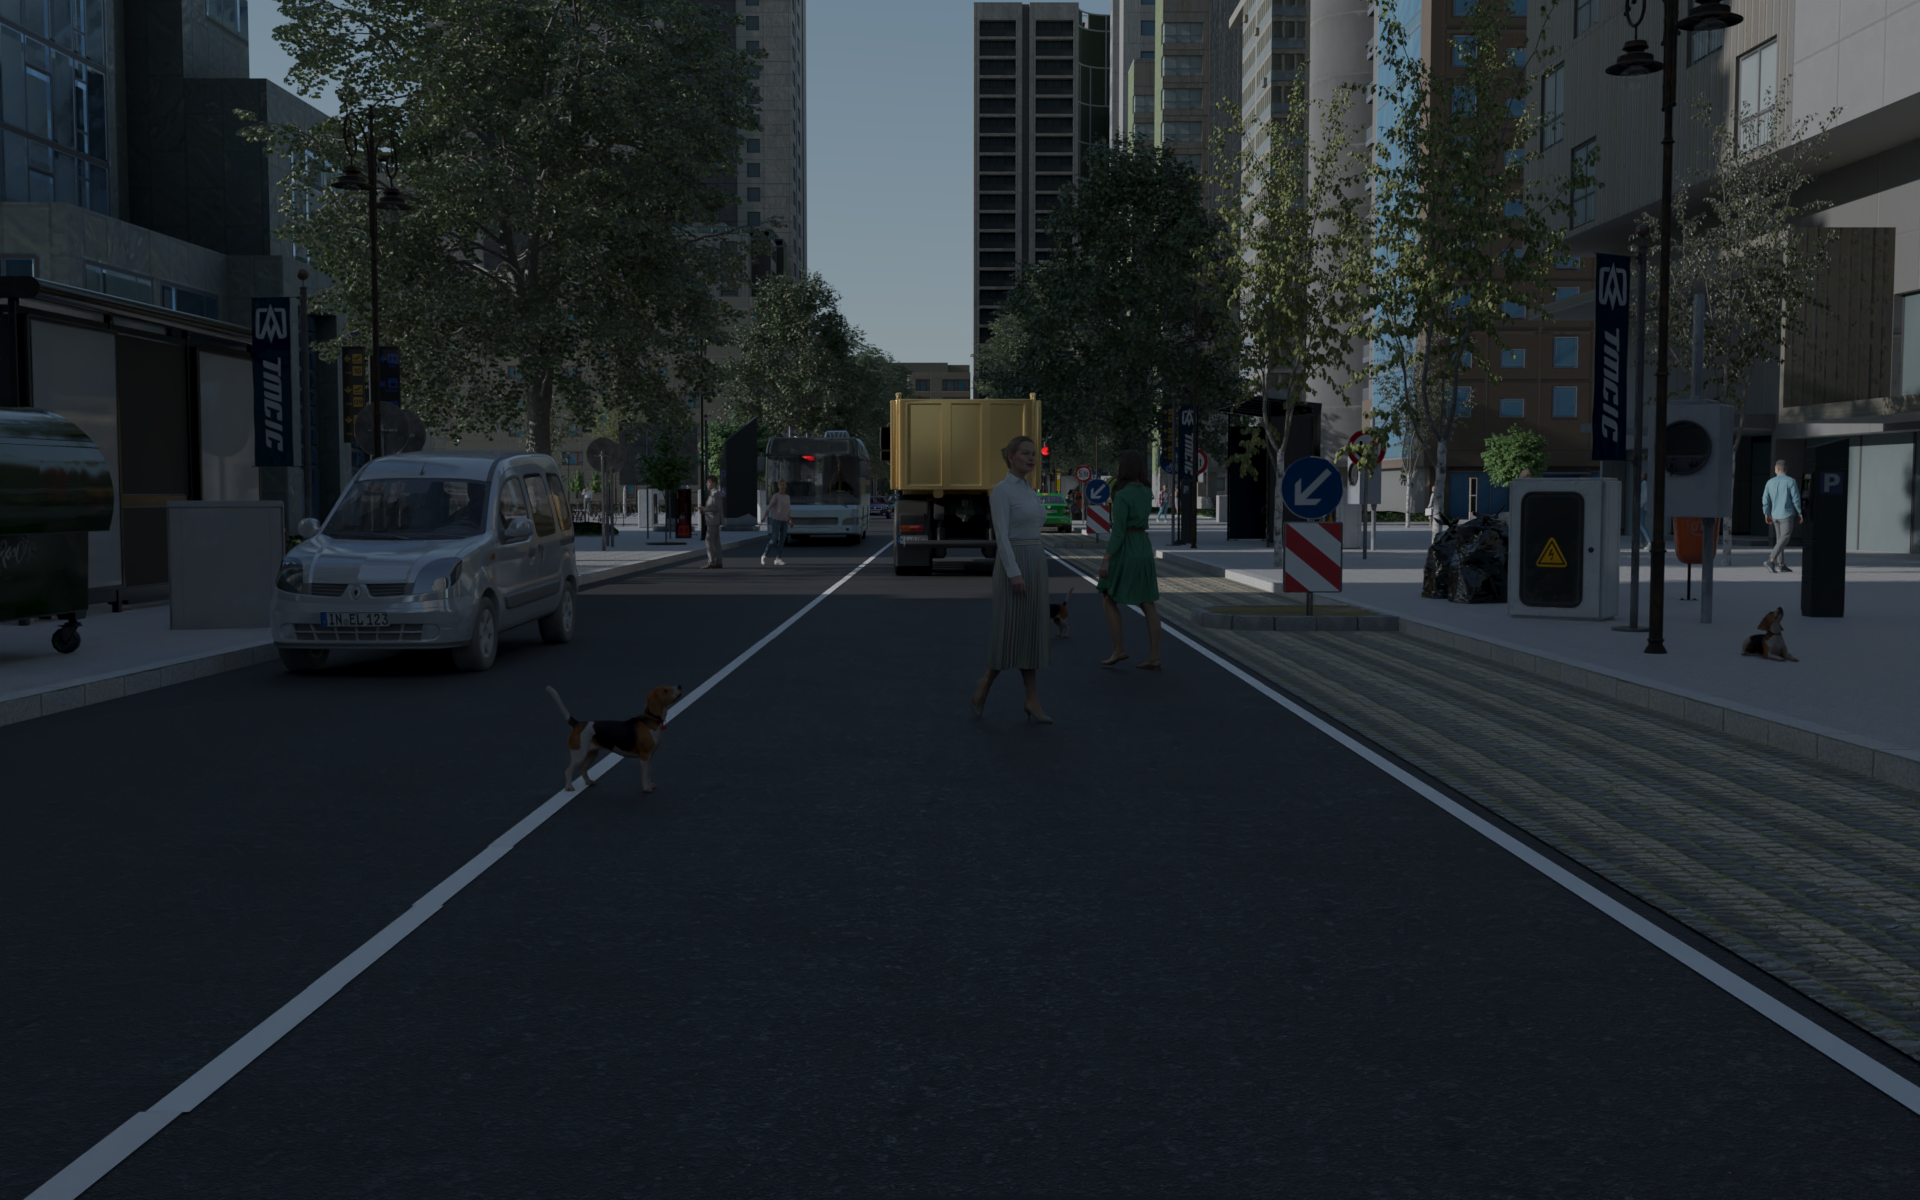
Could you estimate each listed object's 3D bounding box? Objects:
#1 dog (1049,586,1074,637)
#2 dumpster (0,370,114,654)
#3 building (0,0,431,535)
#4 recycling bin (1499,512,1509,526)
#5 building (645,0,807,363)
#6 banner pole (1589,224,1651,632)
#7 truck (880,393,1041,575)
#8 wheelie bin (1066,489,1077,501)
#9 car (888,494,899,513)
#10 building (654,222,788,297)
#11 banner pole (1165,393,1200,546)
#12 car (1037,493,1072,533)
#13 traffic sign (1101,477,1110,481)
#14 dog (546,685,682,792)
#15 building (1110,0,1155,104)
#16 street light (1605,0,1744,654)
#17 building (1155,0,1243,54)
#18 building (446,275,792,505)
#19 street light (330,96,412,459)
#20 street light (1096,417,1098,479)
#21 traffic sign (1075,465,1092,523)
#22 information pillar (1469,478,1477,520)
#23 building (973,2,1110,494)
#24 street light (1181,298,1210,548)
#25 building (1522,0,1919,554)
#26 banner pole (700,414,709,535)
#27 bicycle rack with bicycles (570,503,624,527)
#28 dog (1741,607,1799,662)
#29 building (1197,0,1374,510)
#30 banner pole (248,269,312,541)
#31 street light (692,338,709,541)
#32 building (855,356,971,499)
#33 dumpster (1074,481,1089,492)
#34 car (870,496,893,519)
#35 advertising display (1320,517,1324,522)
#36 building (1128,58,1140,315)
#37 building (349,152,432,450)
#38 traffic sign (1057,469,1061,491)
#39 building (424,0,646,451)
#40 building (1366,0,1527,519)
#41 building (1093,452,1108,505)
[{"bbox_3d":[0.886,0.124,17.255,0.406,0.507,0.540,1,4,15],"label":"dog"},{"bbox_3d":[-7.584,-0.646,13.061,1.502,2.255,1.985,0,4,0],"label":"dumpster"},{"bbox_3d":[-33.751,-44.868,46.267,31.000,86.520,22.319,0,4,0],"label":"building"},{"bbox_3d":[8.049,-0.718,24.287,0.722,1.027,0.722,-2,4,-34],"label":"recycling bin"},{"bbox_3d":[-29.107,-46.907,205.178,20.611,71.187,20.563,0,4,0],"label":"building"},{"bbox_3d":[6.128,-1.592,16.041,0.863,3.779,0.401,-2,4,-30],"label":"banner pole"},{"bbox_3d":[0.039,-2.335,34.101,3.469,3.379,9.791,0,4,-1],"label":"truck"},{"bbox_3d":[7.450,-6.508,114.315,0.693,1.594,0.980,3,5,41],"label":"wheelie bin"},{"bbox_3d":[-4.111,-6.424,116.828,2.131,1.459,4.920,0,4,0],"label":"car"},{"bbox_3d":[-26.315,-25.477,188.253,14.160,30.474,14.107,0,4,0],"label":"building"},{"bbox_3d":[5.520,-3.234,42.899,0.863,3.779,0.401,-1,4,-8],"label":"banner pole"},{"bbox_3d":[3.156,-3.423,64.762,1.959,1.807,4.718,0,4,-2],"label":"car"},{"bbox_3d":[8.339,-5.905,98.681,0.606,2.300,0.079,0,4,6],"label":"traffic sign"},{"bbox_3d":[-1.671,0.666,8.402,0.540,0.507,0.406,-3,4,-36],"label":"dog"},{"bbox_3d":[26.666,-39.459,187.145,21.231,58.520,28.212,0,4,0],"label":"building"},{"bbox_3d":[5.612,-2.508,13.797,0.468,5.910,1.993,0,4,0],"label":"street light"},{"bbox_3d":[22.713,-28.041,142.058,14.154,41.232,14.086,0,4,0],"label":"building"},{"bbox_3d":[-31.287,-19.651,166.327,27.650,21.520,28.899,0,4,0],"label":"building"},{"bbox_3d":[-6.987,-2.932,20.720,0.468,5.910,1.993,0,4,0],"label":"street light"},{"bbox_3d":[5.364,-5.806,67.721,0.468,5.910,1.993,0,4,0],"label":"street light"},{"bbox_3d":[5.457,-4.681,76.643,0.768,2.556,0.104,0,4,2],"label":"traffic sign"},{"bbox_3d":[23.180,-4.511,78.245,0.304,2.012,0.304,1,4,10],"label":"information pillar"},{"bbox_3d":[12.219,-49.998,255.725,20.611,71.187,20.563,0,4,0],"label":"building"},{"bbox_3d":[5.523,-4.157,40.759,0.468,5.910,1.993,0,4,0],"label":"street light"},{"bbox_3d":[30.942,-27.567,39.967,28.713,52.752,27.495,0,4,0],"label":"building"},{"bbox_3d":[-7.923,-3.930,54.265,0.401,3.779,0.863,0,4,-1],"label":"banner pole"},{"bbox_3d":[-14.592,-3.322,67.704,2.852,0.926,2.925,1,4,23],"label":"bicycle rack with bicycles"},{"bbox_3d":[6.414,0.252,13.611,0.550,0.427,0.748,3,5,45],"label":"dog"},{"bbox_3d":[31.913,-25.887,115.132,32.217,40.220,23.993,0,4,0],"label":"building"},{"bbox_3d":[-7.528,-1.796,19.381,0.863,3.779,0.401,1,4,8],"label":"banner pole"},{"bbox_3d":[-7.097,-4.581,47.682,0.468,5.910,1.993,0,4,0],"label":"street light"},{"bbox_3d":[-12.996,-25.363,259.729,28.899,21.520,27.650,0,4,0],"label":"building"},{"bbox_3d":[8.440,-7.065,118.000,1.502,2.255,1.985,0,4,0],"label":"dumpster"},{"bbox_3d":[-4.860,-5.382,100.570,1.945,1.354,3.894,0,4,-1],"label":"car"},{"bbox_3d":[15.985,-4.366,76.589,0.974,1.923,0.123,2,4,30],"label":"advertising display"},{"bbox_3d":[22.901,-29.534,166.475,14.154,41.232,14.086,0,4,0],"label":"building"},{"bbox_3d":[-67.682,-32.143,209.126,14.086,41.232,14.154,0,4,0],"label":"building"},{"bbox_3d":[7.731,-9.071,142.184,2.265,3.308,0.079,0,4,8],"label":"traffic sign"},{"bbox_3d":[-49.717,-46.901,205.091,20.611,71.187,20.563,0,4,0],"label":"building"},{"bbox_3d":[30.688,-27.141,93.859,14.200,45.320,14.600,0,4,0],"label":"building"},{"bbox_3d":[23.035,-26.794,209.779,14.160,30.474,14.107,0,4,0],"label":"building"}]
